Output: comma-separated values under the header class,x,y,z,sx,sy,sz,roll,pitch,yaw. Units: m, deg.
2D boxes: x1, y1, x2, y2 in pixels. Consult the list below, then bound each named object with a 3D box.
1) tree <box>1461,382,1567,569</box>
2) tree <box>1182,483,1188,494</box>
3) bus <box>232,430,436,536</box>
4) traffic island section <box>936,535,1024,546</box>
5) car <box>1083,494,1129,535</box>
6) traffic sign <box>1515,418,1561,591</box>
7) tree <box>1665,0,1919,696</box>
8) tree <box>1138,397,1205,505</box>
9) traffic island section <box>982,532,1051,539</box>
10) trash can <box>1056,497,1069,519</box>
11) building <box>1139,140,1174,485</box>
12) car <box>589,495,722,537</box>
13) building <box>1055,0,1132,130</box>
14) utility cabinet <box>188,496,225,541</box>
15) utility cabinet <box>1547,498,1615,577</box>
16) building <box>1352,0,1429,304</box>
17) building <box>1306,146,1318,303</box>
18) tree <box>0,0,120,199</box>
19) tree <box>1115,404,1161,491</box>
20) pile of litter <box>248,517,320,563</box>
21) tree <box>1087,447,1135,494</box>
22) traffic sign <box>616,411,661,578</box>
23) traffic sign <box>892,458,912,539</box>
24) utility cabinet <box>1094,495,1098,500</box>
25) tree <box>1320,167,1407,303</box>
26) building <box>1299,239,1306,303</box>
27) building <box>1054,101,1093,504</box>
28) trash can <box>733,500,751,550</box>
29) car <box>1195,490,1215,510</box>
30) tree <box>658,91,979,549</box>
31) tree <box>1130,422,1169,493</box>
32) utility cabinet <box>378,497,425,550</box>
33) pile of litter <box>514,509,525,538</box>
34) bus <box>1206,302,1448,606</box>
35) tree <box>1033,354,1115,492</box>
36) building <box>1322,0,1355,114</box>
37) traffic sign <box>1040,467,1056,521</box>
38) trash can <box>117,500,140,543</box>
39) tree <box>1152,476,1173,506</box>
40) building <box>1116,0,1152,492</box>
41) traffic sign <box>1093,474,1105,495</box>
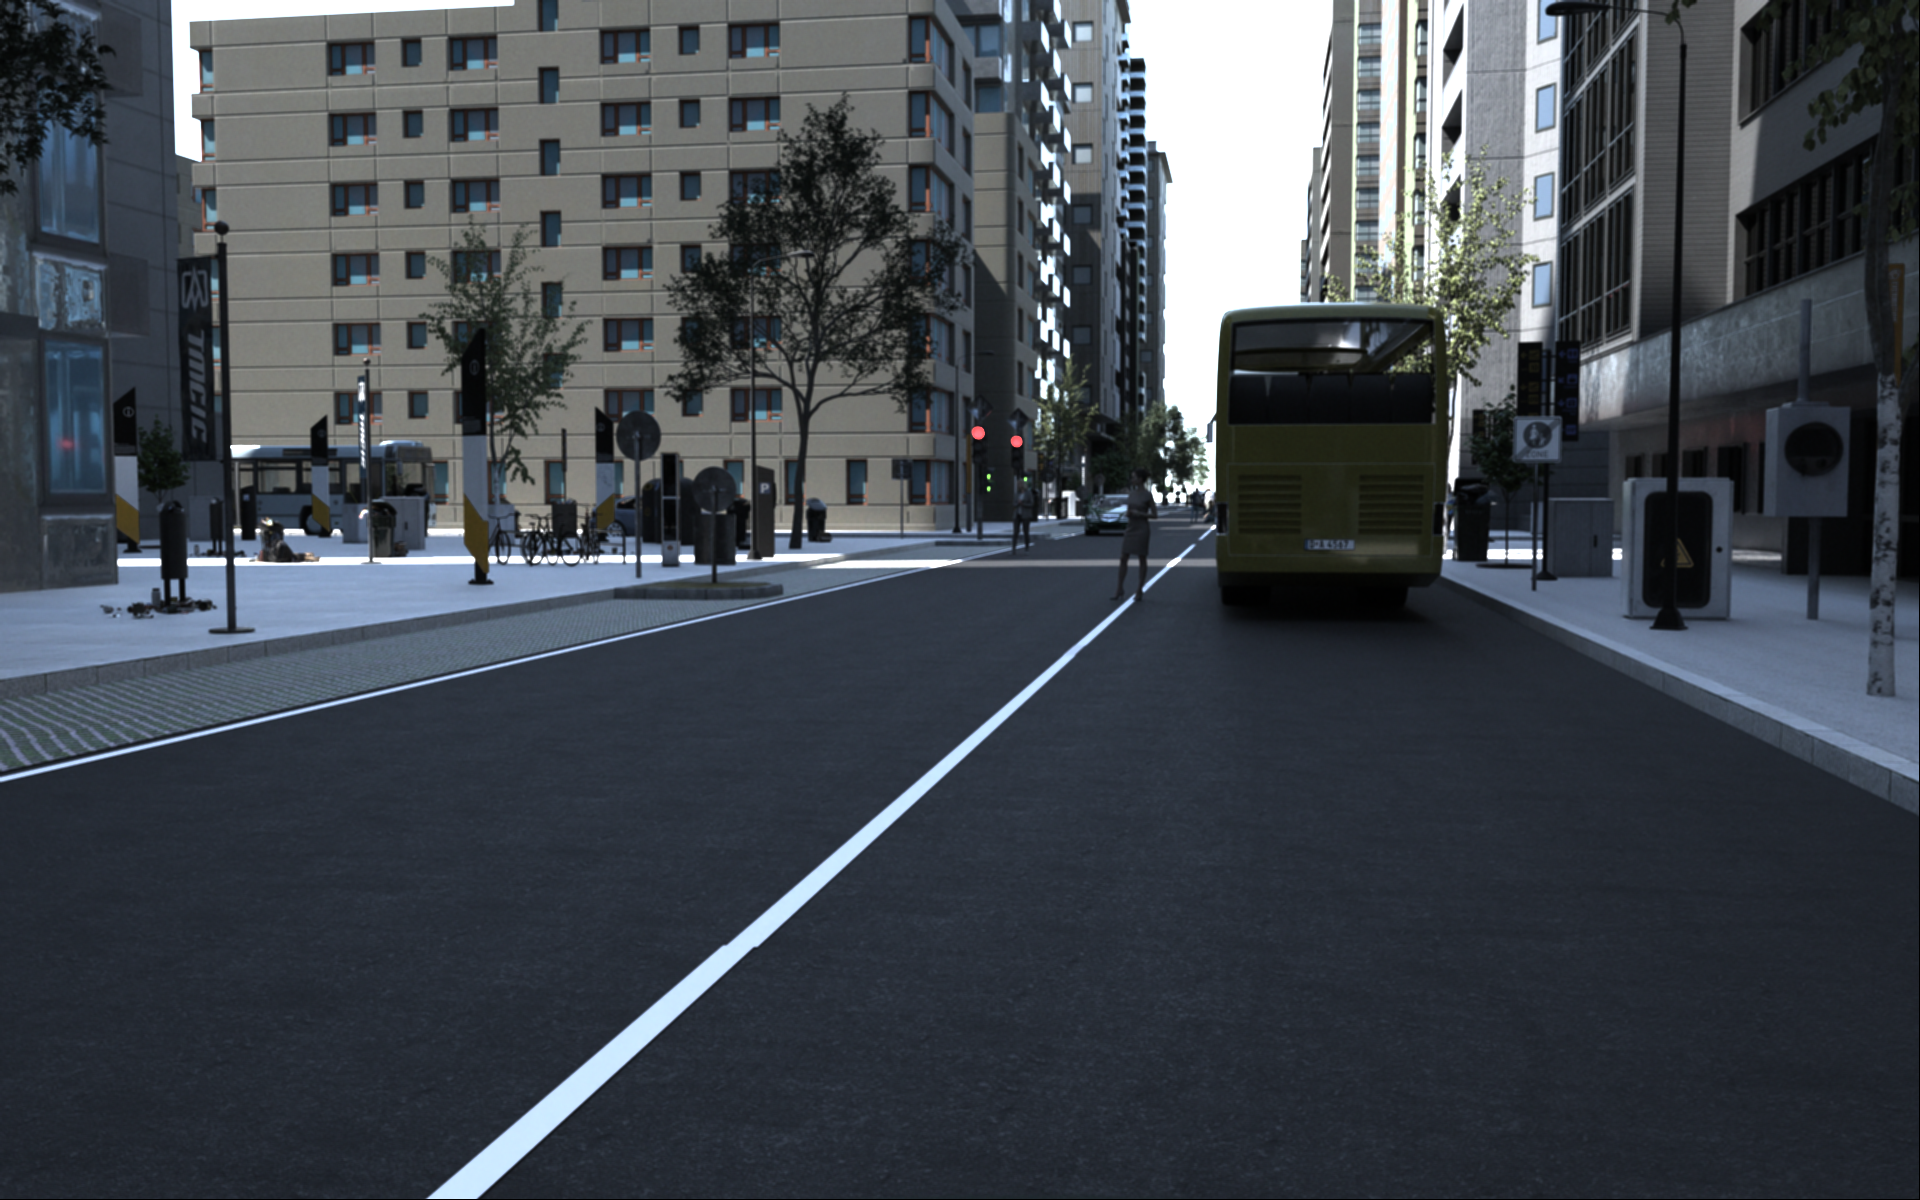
class,x,y,z,sx,sy,sz,roll,pitch,yaw
tree,9.674,-2.173,30.125,1.663,3.219,1.824,0,3,0
tree,34.724,-16.750,268.465,1.663,3.219,1.824,0,3,0
bus,-22.969,-3.772,56.538,13.247,3.499,2.948,1,4,11
traffic island section,0.537,-1.611,48.616,2.009,0.180,2.903,1,4,10
car,5.479,-3.037,61.451,2.131,1.459,4.920,1,4,9
traffic sign,7.617,-1.271,22.916,0.606,2.300,0.079,1,4,10
tree,6.066,-3.687,10.648,4.737,8.622,4.395,0,3,0
tree,24.195,-17.622,205.129,9.611,12.733,9.660,0,3,0
traffic island section,1.862,-2.092,56.491,2.009,0.180,2.903,1,4,10
trash can,5.300,-4.775,89.723,0.748,1.137,0.748,0,3,0
building,17.358,-41.213,263.064,28.713,52.752,27.495,1,4,10
car,-9.131,-2.529,53.344,4.499,1.417,2.014,1,4,11
building,1.645,-35.572,170.839,28.713,52.752,27.495,1,4,10
utility cabinet,-20.389,-2.197,47.079,1.020,1.237,0.306,0,4,-4
utility cabinet,9.602,-0.959,26.847,1.020,1.237,0.306,-1,4,-12
building,39.017,-27.991,141.246,14.154,41.232,14.086,1,4,10
building,56.633,-36.962,228.034,21.300,48.544,21.600,1,4,10
tree,-7.798,-4.560,8.963,7.601,10.594,8.767,0,4,5
tree,14.425,-11.798,143.263,4.737,8.622,4.395,0,3,0
pile of litter,-12.780,-1.146,32.695,1.176,0.858,1.719,-3,4,-37
tree,10.432,-8.314,119.644,4.285,4.588,4.351,0,3,0
traffic sign,-4.921,-1.611,26.445,0.768,2.556,0.104,1,4,19
traffic sign,-1.668,-2.913,49.754,0.606,2.300,0.079,1,4,14
utility cabinet,8.663,-5.969,108.749,0.306,1.237,1.020,1,4,17
tree,10.057,-5.269,36.515,4.737,8.622,4.395,0,3,0
building,61.184,-36.295,277.013,14.154,41.232,14.086,1,4,10
building,-4.224,-27.742,145.460,32.217,40.220,23.993,1,4,10
trash can,-4.916,-1.738,40.064,0.748,1.137,0.748,0,3,0
car,22.261,-9.055,156.715,2.281,1.827,5.304,0,4,8
tree,-3.557,-6.468,40.159,7.601,10.594,8.767,2,4,23
tree,18.905,-13.486,170.854,4.360,8.622,3.978,0,3,0
utility cabinet,-12.844,-1.754,39.840,1.020,1.237,0.306,1,4,12
pile of litter,-13.279,-2.238,50.559,1.176,0.858,1.719,-2,4,-33
bus,4.988,-2.054,25.134,2.896,3.916,12.252,1,4,8
tree,5.266,-8.625,91.377,4.737,8.622,4.395,0,3,0
building,44.297,-32.729,158.819,21.300,48.544,21.600,1,4,10
traffic sign,4.162,-5.034,82.415,0.768,2.556,0.104,1,4,17
trash can,-21.754,-2.049,45.149,0.748,1.137,0.748,0,3,0
tree,25.221,-13.505,215.411,1.663,3.219,1.824,0,3,0
building,15.107,-56.227,231.982,22.319,86.520,31.000,1,4,10
traffic sign,8.796,-6.690,109.488,0.768,2.556,0.104,1,4,18
